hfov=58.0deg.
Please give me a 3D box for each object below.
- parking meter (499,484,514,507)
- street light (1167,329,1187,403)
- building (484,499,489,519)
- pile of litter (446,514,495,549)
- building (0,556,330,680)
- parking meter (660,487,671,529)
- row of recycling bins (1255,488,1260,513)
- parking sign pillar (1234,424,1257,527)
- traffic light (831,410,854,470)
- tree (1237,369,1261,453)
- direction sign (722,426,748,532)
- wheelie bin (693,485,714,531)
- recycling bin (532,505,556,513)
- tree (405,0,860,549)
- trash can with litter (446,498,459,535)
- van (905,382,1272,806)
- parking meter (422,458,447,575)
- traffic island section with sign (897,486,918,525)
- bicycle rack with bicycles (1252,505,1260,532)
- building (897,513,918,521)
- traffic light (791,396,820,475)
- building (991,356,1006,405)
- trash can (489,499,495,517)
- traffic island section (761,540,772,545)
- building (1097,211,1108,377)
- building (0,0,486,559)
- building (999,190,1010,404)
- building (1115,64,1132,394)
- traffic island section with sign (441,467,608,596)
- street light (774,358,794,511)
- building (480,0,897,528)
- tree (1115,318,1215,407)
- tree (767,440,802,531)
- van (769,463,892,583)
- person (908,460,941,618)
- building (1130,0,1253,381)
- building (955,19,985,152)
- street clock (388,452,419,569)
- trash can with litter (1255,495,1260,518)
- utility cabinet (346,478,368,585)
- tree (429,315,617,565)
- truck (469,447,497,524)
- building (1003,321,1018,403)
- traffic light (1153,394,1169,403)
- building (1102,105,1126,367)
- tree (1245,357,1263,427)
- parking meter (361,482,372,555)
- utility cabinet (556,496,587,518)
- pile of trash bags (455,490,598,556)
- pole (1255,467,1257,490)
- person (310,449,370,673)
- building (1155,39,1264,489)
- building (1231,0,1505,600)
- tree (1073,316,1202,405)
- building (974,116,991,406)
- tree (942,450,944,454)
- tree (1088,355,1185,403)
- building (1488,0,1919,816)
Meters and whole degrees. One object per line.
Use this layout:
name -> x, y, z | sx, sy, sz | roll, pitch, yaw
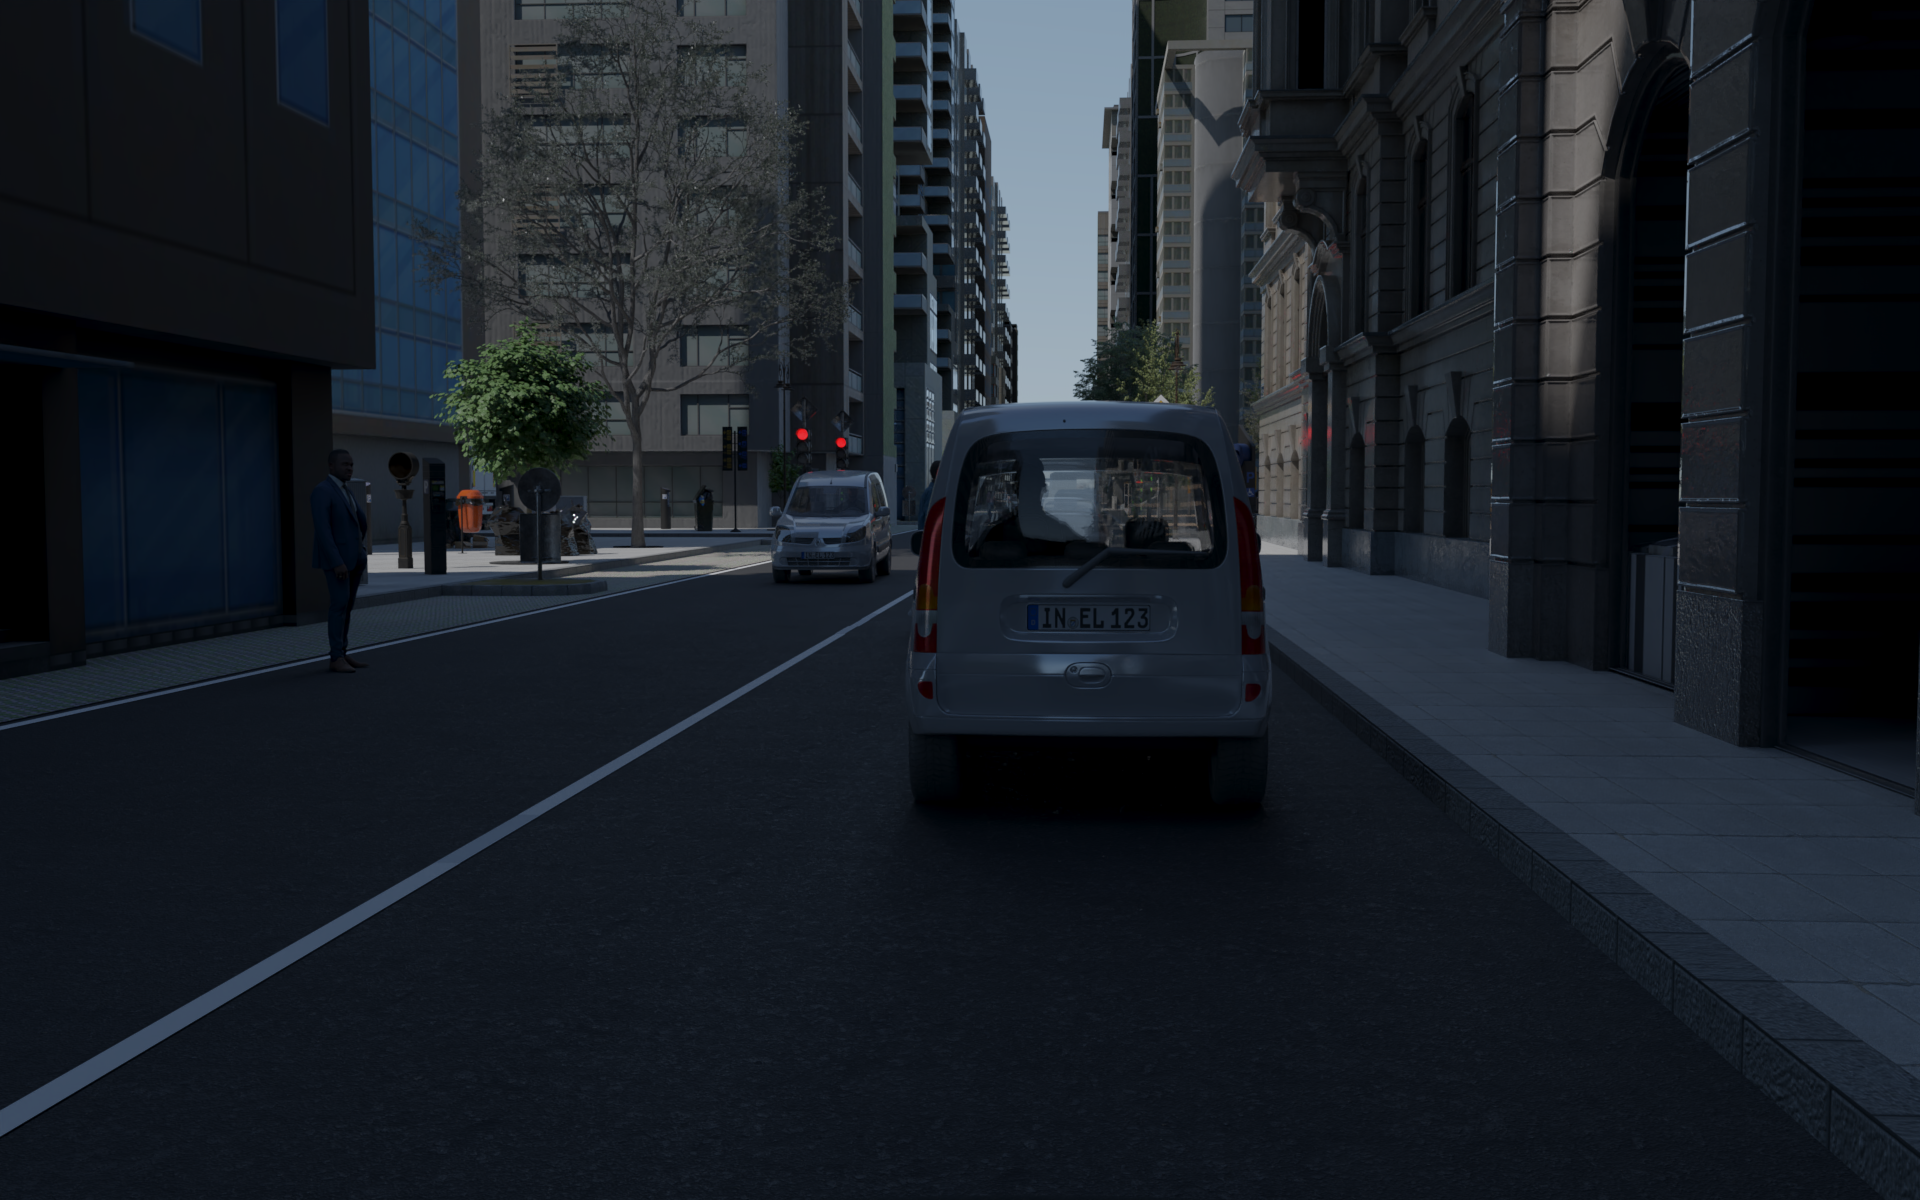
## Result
parking meter -> -11.701, -2.221, 44.731 | 0.372, 1.533, 0.369 | 0, 3, 0
street light -> 6.059, -4.632, 48.527 | 0.468, 5.910, 1.993 | 0, 4, 4
building -> -34.873, -25.365, 69.337 | 28.867, 44.769, 22.147 | 0, 4, 4
pile of litter -> -11.719, -1.663, 41.147 | 1.719, 0.858, 1.176 | -1, 4, -12
building -> -14.041, -22.132, 11.961 | 14.600, 45.320, 14.200 | 0, 4, 4
parking meter -> -10.750, -3.355, 63.268 | 0.372, 1.533, 0.369 | 0, 3, 0
row of recycling bins -> 20.619, -6.721, 117.007 | 3.534, 1.692, 1.069 | 2, 4, 30
parking sign pillar -> 10.881, -4.772, 66.491 | 1.447, 3.967, 1.447 | -1, 4, -15
traffic light -> -3.888, -4.199, 57.573 | 0.839, 4.253, 0.868 | 0, 4, 4
tree -> 18.142, -9.260, 101.757 | 4.360, 8.622, 3.978 | 0, 3, 0
direction sign -> -7.546, -4.045, 58.132 | 0.876, 3.537, 0.379 | 1, 4, 13
wheelie bin -> -8.820, -3.167, 59.690 | 0.693, 1.594, 0.980 | -1, 4, -18
recycling bin -> -14.209, -2.836, 58.918 | 0.722, 1.027, 0.722 | 2, 4, 25
tree -> -7.654, -7.972, 40.710 | 12.009, 13.543, 11.850 | 0, 3, 0
trash can with litter -> -13.250, -2.081, 45.419 | 0.624, 1.170, 1.055 | -1, 4, -19
van -> 0.678, -0.145, 9.377 | 2.013, 2.044, 4.112 | 0, 4, 4
parking meter -> -8.375, -1.340, 27.612 | 0.255, 1.863, 0.399 | -3, 4, -37
traffic island section with sign -> -2.334, -4.400, 80.560 | 1.989, 1.847, 2.006 | 0, 4, 4
bicycle rack with bicycles -> 9.751, -2.670, 57.038 | 2.925, 0.926, 2.852 | -1, 4, -21
building -> -11.773, -48.081, 98.799 | 22.319, 86.520, 31.000 | 0, 4, 4
traffic light -> -4.445, -3.712, 49.607 | 0.839, 4.253, 0.868 | 0, 4, 4
building -> -8.314, -23.643, 231.600 | 27.650, 21.520, 28.899 | 0, 4, 4
trash can -> -22.638, -4.415, 83.831 | 0.748, 1.137, 0.748 | 0, 3, 0
traffic island section -> -4.484, -1.680, 49.745 | 2.009, 0.180, 2.903 | 0, 4, 4
building -> 26.875, -34.729, 251.407 | 14.154, 41.232, 14.086 | 0, 4, 4
building -> -21.273, -24.006, 42.616 | 14.200, 45.320, 14.600 | 0, 4, 4
building -> -3.865, -39.225, 260.932 | 23.786, 49.044, 30.456 | 0, 4, 4
building -> 28.411, -34.926, 190.640 | 23.786, 49.044, 30.456 | 0, 4, 4
traffic island section with sign -> -6.220, -1.008, 25.105 | 1.989, 1.847, 2.006 | 0, 4, 4
street light -> -5.887, -5.219, 58.119 | 0.468, 5.910, 1.993 | 0, 4, 4
building -> -10.294, -23.604, 69.518 | 14.154, 41.232, 14.086 | 0, 4, 4
tree -> 8.378, -7.457, 72.277 | 4.737, 8.622, 4.395 | 0, 3, 0
tree -> -6.336, -4.046, 60.746 | 1.663, 3.219, 1.824 | 0, 3, 0
van -> -2.126, -1.364, 29.309 | 2.013, 2.044, 4.112 | 0, 4, 3
person -> -0.324, -0.572, 18.199 | 0.444, 1.785, 0.601 | 0, 4, 2
building -> 24.593, -44.430, 164.683 | 20.563, 71.187, 20.611 | 0, 4, 4
building -> -8.916, -34.240, 179.440 | 23.786, 49.044, 30.456 | 0, 4, 4
street clock -> -9.551, -1.542, 29.781 | 0.471, 2.002, 0.358 | 1, 4, 13
trash can with litter -> 15.976, -4.956, 92.088 | 1.678, 1.210, 2.233 | 1, 4, 10
utility cabinet -> -8.806, -0.932, 23.909 | 1.173, 1.500, 0.318 | -3, 5, -44
tree -> -8.055, -2.947, 31.902 | 4.285, 4.588, 4.351 | 0, 3, 0
truck -> -20.416, -3.999, 54.294 | 11.283, 4.237, 2.839 | 0, 4, 3
building -> 2.234, -31.295, 283.368 | 14.160, 30.474, 14.107 | 0, 4, 4
traffic light -> 5.643, -3.670, 48.921 | 0.839, 4.253, 0.868 | 0, 4, 4
building -> 33.271, -39.177, 229.780 | 28.713, 52.752, 27.495 | 0, 4, 4
tree -> 17.097, -8.385, 87.463 | 4.737, 8.622, 4.395 | 0, 3, 0
parking meter -> -12.585, -1.716, 36.463 | 0.372, 1.533, 0.369 | 0, 3, 0
utility cabinet -> -13.151, -2.902, 58.601 | 1.020, 1.237, 0.306 | 1, 4, 13
pile of trash bags -> -9.376, -1.659, 36.884 | 3.447, 1.369, 1.912 | 2, 4, 27
pole -> 22.228, -8.357, 130.487 | 0.158, 3.312, 0.155 | 0, 3, 0
person -> -5.077, -0.335, 14.167 | 0.419, 1.800, 0.721 | 0, 4, -3
building -> 28.898, -27.592, 143.014 | 32.217, 40.220, 23.993 | 0, 4, 4
building -> 12.310, -12.946, 30.745 | 14.460, 24.649, 34.723 | 0, 4, 4
tree -> 12.607, -13.370, 125.250 | 9.857, 13.997, 8.962 | 0, 3, 0
building -> -3.616, -33.726, 201.525 | 14.600, 45.320, 14.200 | 0, 4, 4
tree -> -1.103, -8.859, 128.559 | 4.285, 4.588, 4.351 | 0, 3, 0
tree -> 11.881, -11.051, 115.101 | 8.767, 10.594, 7.601 | 0, 4, -1
building -> 9.373, -9.775, 1.628 | 13.314, 21.916, 24.055 | 0, 4, 4
